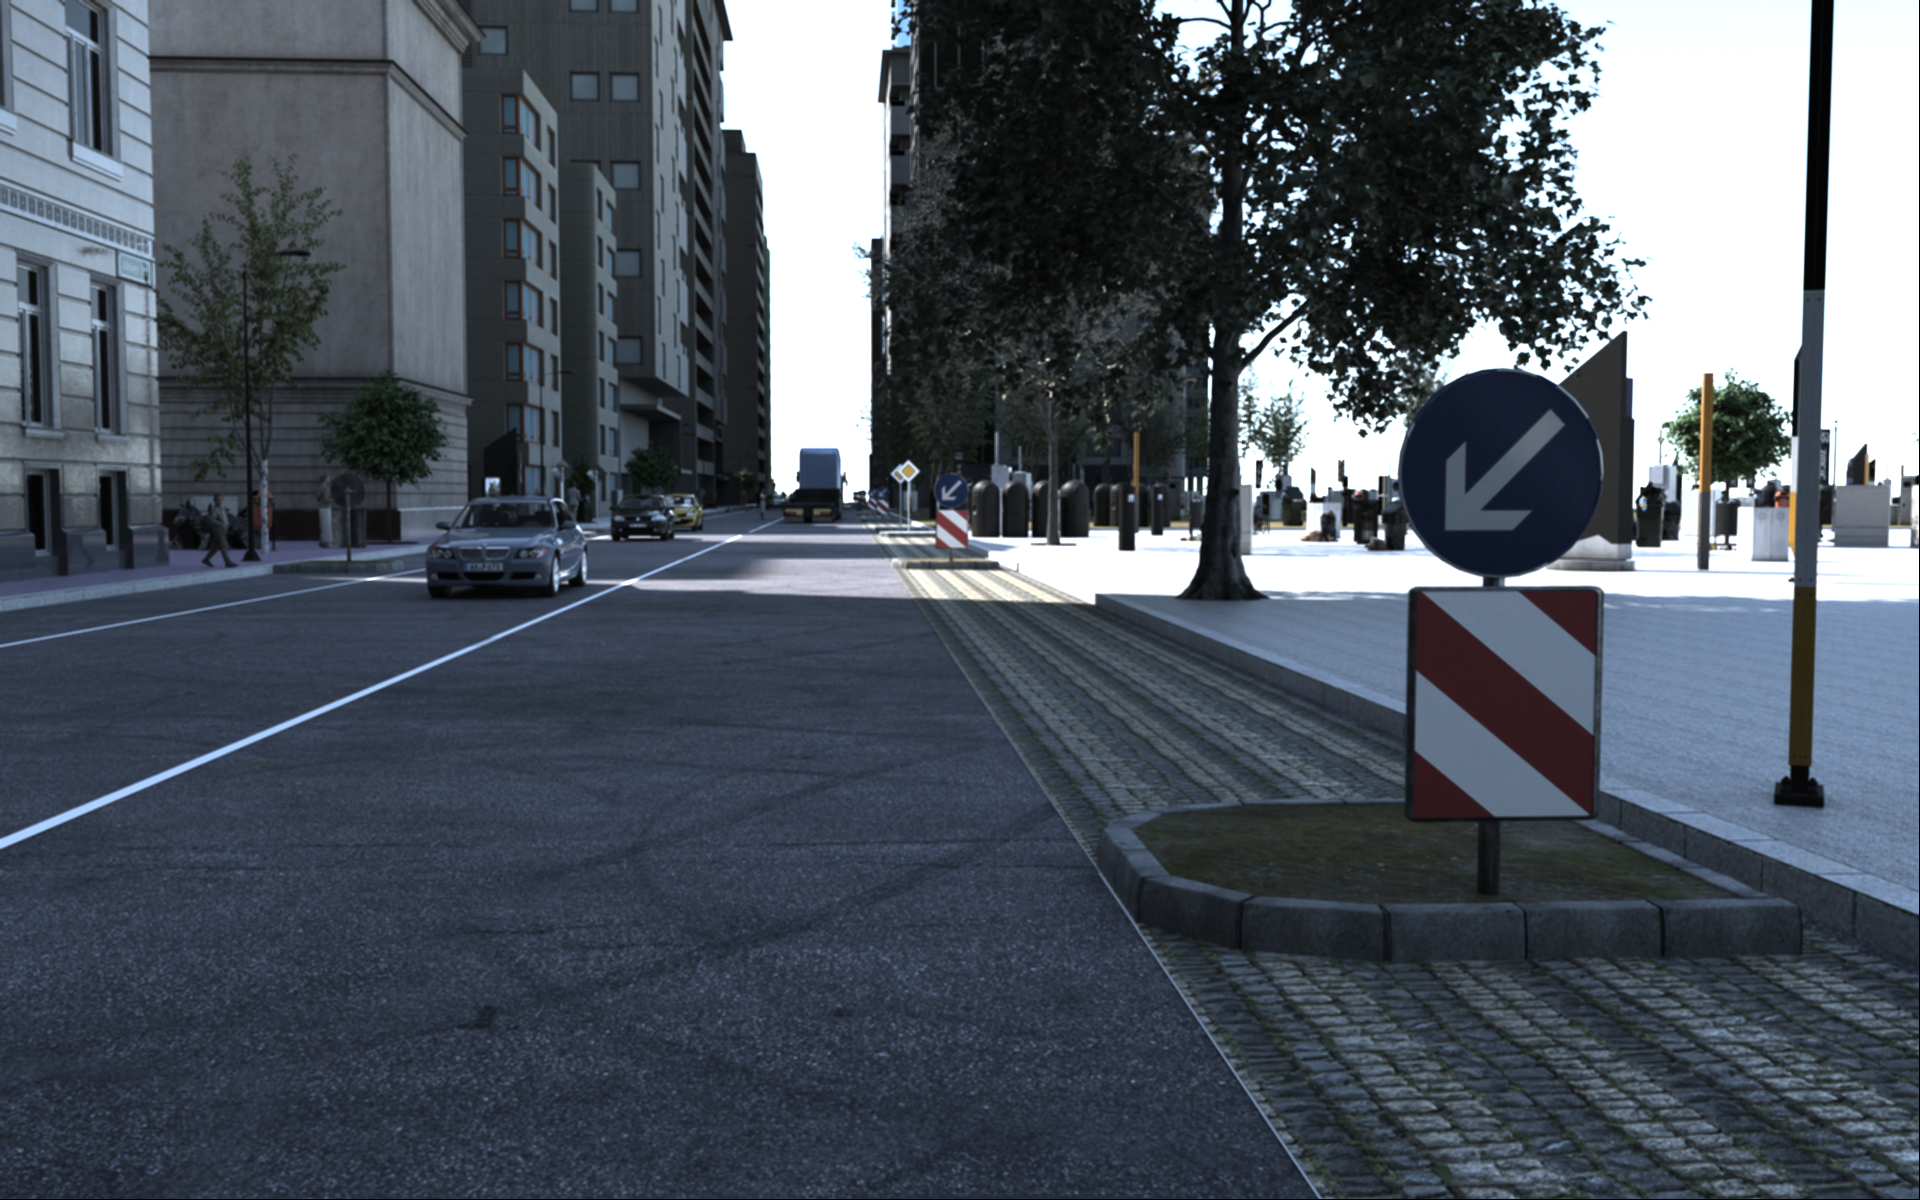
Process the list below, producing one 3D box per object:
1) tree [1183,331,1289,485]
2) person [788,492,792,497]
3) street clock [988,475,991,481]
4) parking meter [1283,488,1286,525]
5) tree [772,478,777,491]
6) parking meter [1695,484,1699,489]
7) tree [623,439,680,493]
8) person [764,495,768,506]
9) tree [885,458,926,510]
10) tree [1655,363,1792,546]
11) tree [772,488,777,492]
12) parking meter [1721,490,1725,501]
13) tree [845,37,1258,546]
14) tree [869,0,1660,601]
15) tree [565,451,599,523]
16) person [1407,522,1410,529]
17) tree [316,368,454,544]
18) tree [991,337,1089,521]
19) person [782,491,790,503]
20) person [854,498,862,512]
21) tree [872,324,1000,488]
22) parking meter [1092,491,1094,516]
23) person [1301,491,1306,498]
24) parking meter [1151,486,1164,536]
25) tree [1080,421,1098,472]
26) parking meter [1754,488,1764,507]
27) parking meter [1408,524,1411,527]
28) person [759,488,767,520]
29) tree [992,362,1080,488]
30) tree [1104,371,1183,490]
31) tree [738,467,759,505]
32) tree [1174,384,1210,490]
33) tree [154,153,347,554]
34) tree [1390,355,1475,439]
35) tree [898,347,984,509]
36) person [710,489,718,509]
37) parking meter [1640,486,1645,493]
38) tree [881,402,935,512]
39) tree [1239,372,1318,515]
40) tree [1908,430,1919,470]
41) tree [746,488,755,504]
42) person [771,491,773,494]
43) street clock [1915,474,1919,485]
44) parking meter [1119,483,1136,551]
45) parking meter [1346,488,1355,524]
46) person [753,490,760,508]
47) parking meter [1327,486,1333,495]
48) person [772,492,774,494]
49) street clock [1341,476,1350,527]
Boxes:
[{"bbox_3d":[12.812,-7.861,78.882,4.360,8.622,3.978,0,3,0],"label":"tree"},{"bbox_3d":[-28.963,-17.538,295.251,0.705,1.822,1.348,-3,5,-41],"label":"person"},{"bbox_3d":[1.196,-3.783,66.420,0.358,2.002,0.471,0,4,3],"label":"street clock"},{"bbox_3d":[13.678,-3.907,72.286,0.372,1.533,0.369,0,3,0],"label":"parking meter"},{"bbox_3d":[-32.573,-18.965,293.788,4.285,4.588,4.351,0,3,0],"label":"tree"},{"bbox_3d":[43.040,-5.852,101.384,0.255,1.863,0.399,-1,4,-13],"label":"parking meter"},{"bbox_3d":[-18.440,-7.338,103.682,4.285,4.588,4.351,0,3,0],"label":"tree"},{"bbox_3d":[-23.196,-11.894,206.205,0.697,1.427,0.421,2,4,29],"label":"person"},{"bbox_3d":[-4.486,-9.681,141.997,4.285,4.588,4.351,0,3,0],"label":"tree"},{"bbox_3d":[19.201,-3.649,43.378,4.285,4.588,4.351,0,3,0],"label":"tree"},{"bbox_3d":[-32.692,-18.665,299.771,1.663,3.219,1.824,0,3,0],"label":"tree"},{"bbox_3d":[51.410,-6.633,116.867,0.372,1.533,0.369,0,3,0],"label":"parking meter"},{"bbox_3d":[2.305,-8.098,42.779,12.009,13.543,11.850,0,3,0],"label":"tree"},{"bbox_3d":[3.319,-6.351,20.850,9.611,12.733,9.660,0,3,0],"label":"tree"},{"bbox_3d":[-16.805,-5.025,76.757,1.663,3.219,1.824,0,3,0],"label":"tree"},{"bbox_3d":[16.138,-3.287,62.113,0.818,1.842,0.514,-1,4,-23],"label":"person"},{"bbox_3d":[-14.686,-3.730,44.704,4.285,4.588,4.351,0,3,0],"label":"tree"},{"bbox_3d":[3.583,-8.031,81.677,4.360,8.622,3.978,0,3,0],"label":"tree"},{"bbox_3d":[-18.719,-10.756,184.383,1.348,1.821,0.705,0,4,4],"label":"person"},{"bbox_3d":[-8.157,-7.629,138.731,0.738,1.151,1.012,0,4,1],"label":"person"},{"bbox_3d":[-0.999,-11.009,98.118,7.486,12.596,7.792,0,3,0],"label":"tree"},{"bbox_3d":[7.760,-5.579,99.620,0.372,1.533,0.369,0,3,0],"label":"parking meter"},{"bbox_3d":[44.706,-13.327,226.477,0.705,1.814,1.350,-3,5,-40],"label":"person"},{"bbox_3d":[6.109,-2.767,53.644,0.372,1.533,0.369,0,3,0],"label":"parking meter"},{"bbox_3d":[7.553,-10.481,121.722,4.737,8.622,4.395,0,3,0],"label":"tree"},{"bbox_3d":[32.514,-3.800,70.540,0.372,1.533,0.369,0,3,0],"label":"parking meter"},{"bbox_3d":[17.566,-3.802,67.882,0.399,1.863,0.255,0,4,-5],"label":"parking meter"},{"bbox_3d":[-10.897,-5.333,96.261,0.524,1.755,0.480,1,4,10],"label":"person"},{"bbox_3d":[3.768,-8.533,89.871,4.737,8.622,4.395,0,3,0],"label":"tree"},{"bbox_3d":[9.036,-8.455,88.604,4.360,8.622,3.978,0,3,0],"label":"tree"},{"bbox_3d":[-26.540,-14.058,213.561,4.285,4.588,4.351,0,3,0],"label":"tree"},{"bbox_3d":[15.753,-9.733,109.498,4.737,8.622,4.395,0,3,0],"label":"tree"},{"bbox_3d":[-15.198,-5.308,37.145,4.737,8.622,4.395,0,3,0],"label":"tree"},{"bbox_3d":[24.403,-8.504,89.405,4.360,8.622,3.978,0,3,0],"label":"tree"},{"bbox_3d":[-0.990,-8.029,81.638,4.360,8.622,3.978,0,3,0],"label":"tree"},{"bbox_3d":[-21.558,-8.870,151.620,0.434,1.755,0.990,3,5,42],"label":"person"},{"bbox_3d":[49.854,-7.384,126.446,0.399,1.863,0.255,3,4,39],"label":"parking meter"},{"bbox_3d":[-3.435,-10.622,124.024,4.737,8.622,4.395,0,3,0],"label":"tree"},{"bbox_3d":[19.126,-9.363,103.446,4.737,8.622,4.395,0,3,0],"label":"tree"},{"bbox_3d":[13.213,-1.725,22.802,1.663,3.219,1.824,0,3,0],"label":"tree"},{"bbox_3d":[-26.319,-13.630,217.453,1.663,3.219,1.824,0,3,0],"label":"tree"},{"bbox_3d":[-29.925,-16.483,276.456,0.541,1.710,0.530,-1,4,-11],"label":"person"},{"bbox_3d":[33.392,-3.397,60.113,0.471,2.002,0.358,2,4,28],"label":"street clock"},{"bbox_3d":[3.773,-1.879,39.141,0.372,1.533,0.369,0,3,0],"label":"parking meter"},{"bbox_3d":[16.891,-4.072,74.996,0.372,1.533,0.369,0,3,0],"label":"parking meter"},{"bbox_3d":[-21.132,-10.585,181.580,1.348,1.821,0.705,-3,4,-39],"label":"person"},{"bbox_3d":[28.112,-7.698,131.581,0.255,1.863,0.399,-2,4,-25],"label":"parking meter"},{"bbox_3d":[-20.288,-10.913,187.846,0.541,1.710,0.530,2,4,31],"label":"person"},{"bbox_3d":[15.163,-3.891,68.190,0.358,2.002,0.471,1,4,11],"label":"street clock"}]
